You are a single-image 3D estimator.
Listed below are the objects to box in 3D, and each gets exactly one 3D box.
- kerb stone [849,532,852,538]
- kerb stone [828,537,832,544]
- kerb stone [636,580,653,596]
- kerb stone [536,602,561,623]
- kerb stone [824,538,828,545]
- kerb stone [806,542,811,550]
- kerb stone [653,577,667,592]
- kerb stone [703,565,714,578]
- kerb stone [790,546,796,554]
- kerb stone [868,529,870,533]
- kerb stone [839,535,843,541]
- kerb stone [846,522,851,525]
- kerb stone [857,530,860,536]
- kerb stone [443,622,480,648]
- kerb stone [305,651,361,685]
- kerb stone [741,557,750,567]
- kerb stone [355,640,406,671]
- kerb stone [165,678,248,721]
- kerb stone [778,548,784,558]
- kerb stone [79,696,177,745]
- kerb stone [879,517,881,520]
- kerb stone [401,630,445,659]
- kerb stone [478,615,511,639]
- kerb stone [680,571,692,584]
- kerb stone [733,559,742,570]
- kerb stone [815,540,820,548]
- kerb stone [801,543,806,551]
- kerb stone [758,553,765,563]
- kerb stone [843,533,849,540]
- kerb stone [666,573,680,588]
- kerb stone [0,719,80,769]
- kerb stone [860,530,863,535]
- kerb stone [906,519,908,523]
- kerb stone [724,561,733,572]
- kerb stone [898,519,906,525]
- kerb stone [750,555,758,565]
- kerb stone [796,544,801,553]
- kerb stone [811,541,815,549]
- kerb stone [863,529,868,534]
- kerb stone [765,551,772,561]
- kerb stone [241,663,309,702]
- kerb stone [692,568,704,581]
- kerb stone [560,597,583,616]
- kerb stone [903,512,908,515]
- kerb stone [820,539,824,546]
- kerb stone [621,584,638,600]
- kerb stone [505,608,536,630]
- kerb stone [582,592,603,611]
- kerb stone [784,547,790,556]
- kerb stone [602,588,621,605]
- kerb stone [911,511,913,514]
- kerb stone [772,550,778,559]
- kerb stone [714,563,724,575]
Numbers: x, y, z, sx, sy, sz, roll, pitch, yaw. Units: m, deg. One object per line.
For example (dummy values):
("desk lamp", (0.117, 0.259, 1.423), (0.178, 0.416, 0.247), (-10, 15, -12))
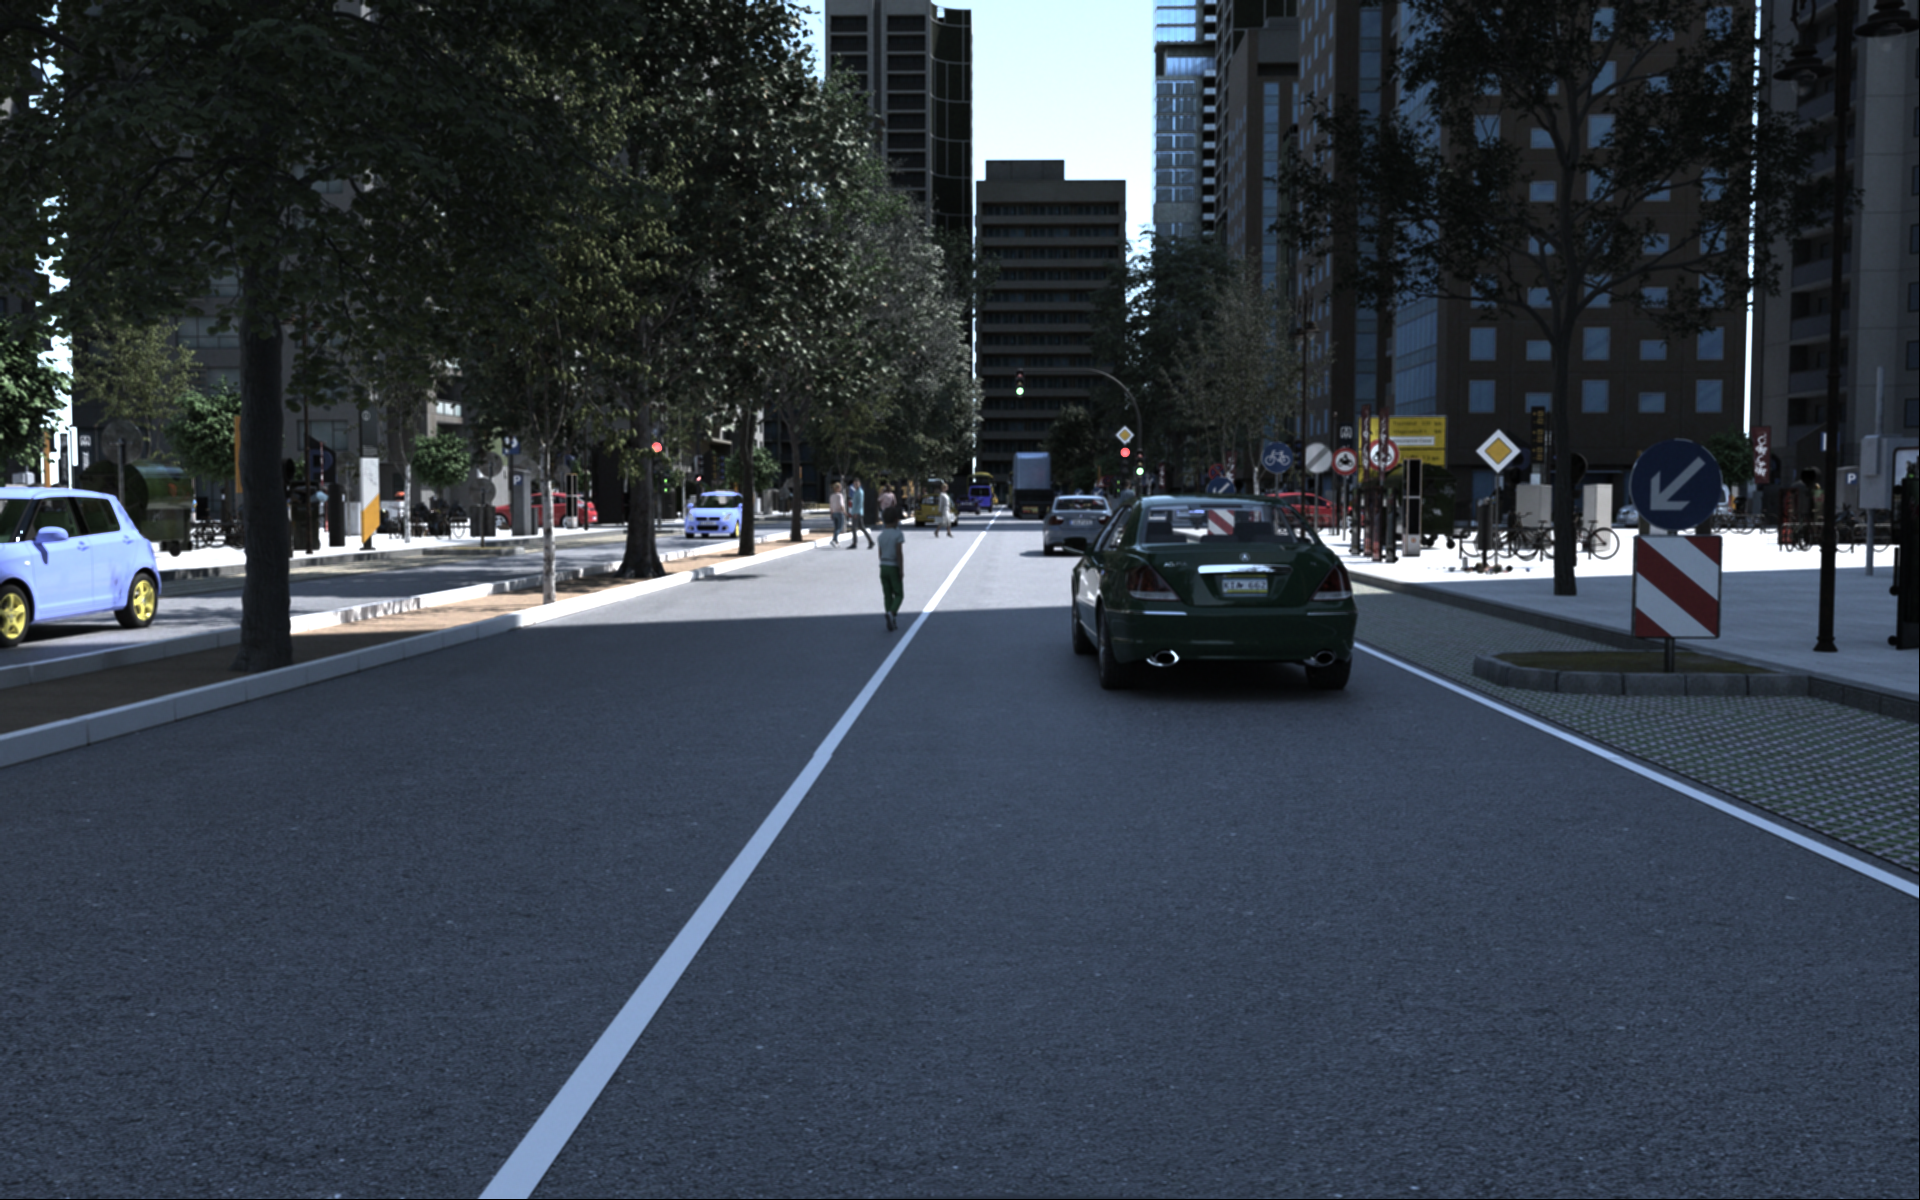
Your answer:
("kerb stone", (-3.654, -2.037, 55.519), (0.120, 0.150, 1.000), (0, 4, 2))
("kerb stone", (-3.841, -1.663, 49.379), (0.120, 0.150, 1.000), (0, 4, 2))
("kerb stone", (-4.584, -0.156, 24.751), (0.120, 0.150, 1.000), (0, 4, 2))
("kerb stone", (-4.739, 0.157, 19.636), (0.120, 0.150, 1.000), (0, 4, 2))
("kerb stone", (-3.874, -1.600, 48.350), (0.120, 0.150, 1.000), (0, 4, 2))
("kerb stone", (-3.994, -1.350, 44.264), (0.120, 0.150, 1.000), (0, 4, 2))
("kerb stone", (-4.553, -0.218, 25.782), (0.120, 0.150, 1.000), (0, 4, 2))
("kerb stone", (-4.436, -0.471, 29.891), (0.120, 0.150, 1.000), (0, 4, 2))
("kerb stone", (-4.093, -1.161, 41.185), (0.120, 0.150, 1.000), (0, 4, 2))
("kerb stone", (-3.440, -2.477, 62.690), (0.120, 0.150, 1.000), (0, 4, 2))
("kerb stone", (-3.739, -1.850, 52.449), (0.120, 0.150, 1.000), (0, 4, 2))
("kerb stone", (-5.033, -3.514, 79.656), (0.120, 0.150, 1.000), (0, 4, 2))
("kerb stone", (-3.565, -2.224, 58.590), (0.120, 0.150, 1.000), (0, 4, 2))
("kerb stone", (-4.830, 0.345, 16.557), (0.120, 0.150, 1.000), (0, 4, 2))
("kerb stone", (-4.928, 0.536, 13.462), (0.120, 0.150, 1.000), (0, 4, 2))
("kerb stone", (-4.312, -0.722, 33.999), (0.120, 0.150, 1.000), (0, 4, 2))
("kerb stone", (-4.895, 0.471, 14.495), (0.120, 0.150, 1.000), (0, 4, 2))
("kerb stone", (-4.990, 0.659, 11.419), (0.120, 0.150, 1.000), (0, 4, 2))
("kerb stone", (-4.149, -1.036, 39.128), (0.120, 0.150, 1.000), (0, 4, 2))
("kerb stone", (-5.016, 0.723, 10.397), (0.120, 0.150, 1.000), (0, 4, 2))
("kerb stone", (-4.439, -4.703, 99.145), (0.120, 0.150, 1.000), (0, 4, 2))
("kerb stone", (-4.862, 0.408, 15.525), (0.120, 0.150, 1.000), (0, 4, 2))
("kerb stone", (-4.794, 0.284, 17.581), (0.120, 0.150, 1.000), (0, 4, 2))
("kerb stone", (-4.493, -0.345, 27.835), (0.120, 0.150, 1.000), (0, 4, 2))
("kerb stone", (-4.338, -0.657, 32.964), (0.120, 0.150, 1.000), (0, 4, 2))
("kerb stone", (-3.933, -1.475, 46.307), (0.120, 0.150, 1.000), (0, 4, 2))
("kerb stone", (-4.025, -1.287, 43.235), (0.120, 0.150, 1.000), (0, 4, 2))
("kerb stone", (-4.242, -0.842, 36.045), (0.120, 0.150, 1.000), (0, 4, 2))
("kerb stone", (-3.685, -1.972, 54.497), (0.120, 0.150, 1.000), (0, 4, 2))
("kerb stone", (-4.523, -0.281, 26.813), (0.120, 0.150, 1.000), (0, 4, 2))
("kerb stone", (-5.047, 0.785, 9.364), (0.120, 0.150, 1.000), (0, 4, 2))
("kerb stone", (-3.528, -2.282, 59.612), (0.120, 0.150, 1.000), (0, 4, 2))
("kerb stone", (-2.774, -3.820, 84.685), (0.120, 0.150, 1.000), (0, 4, 2))
("kerb stone", (-4.370, -0.596, 31.939), (0.120, 0.150, 1.000), (0, 4, 2))
("kerb stone", (-2.810, -3.760, 83.664), (0.120, 0.150, 1.000), (0, 4, 2))
("kerb stone", (-4.277, -0.780, 35.023), (0.120, 0.150, 1.000), (0, 4, 2))
("kerb stone", (-4.054, -1.224, 42.214), (0.120, 0.150, 1.000), (0, 4, 2))
("kerb stone", (-3.972, -1.412, 45.285), (0.120, 0.150, 1.000), (0, 4, 2))
("kerb stone", (-3.474, -2.413, 61.669), (0.120, 0.150, 1.000), (0, 4, 2))
("kerb stone", (-4.212, -0.910, 37.076), (0.120, 0.150, 1.000), (0, 4, 2))
("kerb stone", (-4.956, 0.597, 12.440), (0.120, 0.150, 1.000), (0, 4, 2))
("kerb stone", (-4.465, -0.402, 28.864), (0.120, 0.150, 1.000), (0, 4, 2))
("kerb stone", (-4.712, 0.094, 20.657), (0.120, 0.150, 1.000), (0, 4, 2))
("kerb stone", (-3.763, -6.079, 121.676), (0.120, 0.150, 1.000), (0, 4, 2))
("kerb stone", (-3.901, -1.531, 47.328), (0.120, 0.150, 1.000), (0, 4, 2))
("kerb stone", (-4.612, -0.090, 23.724), (0.120, 0.150, 1.000), (0, 4, 2))
("kerb stone", (-4.779, 0.220, 18.603), (0.120, 0.150, 1.000), (0, 4, 2))
("kerb stone", (-4.678, 0.031, 21.681), (0.120, 0.150, 1.000), (0, 4, 2))
("kerb stone", (-4.119, -1.099, 40.159), (0.120, 0.150, 1.000), (0, 4, 2))
("kerb stone", (-4.649, -0.031, 22.703), (0.120, 0.150, 1.000), (0, 4, 2))
("kerb stone", (-3.662, -6.271, 124.752), (0.120, 0.150, 1.000), (0, 4, 2))
("kerb stone", (-4.188, -0.973, 38.104), (0.120, 0.150, 1.000), (0, 4, 2))
("kerb stone", (-4.398, -0.533, 30.917), (0.120, 0.150, 1.000), (0, 4, 2))
